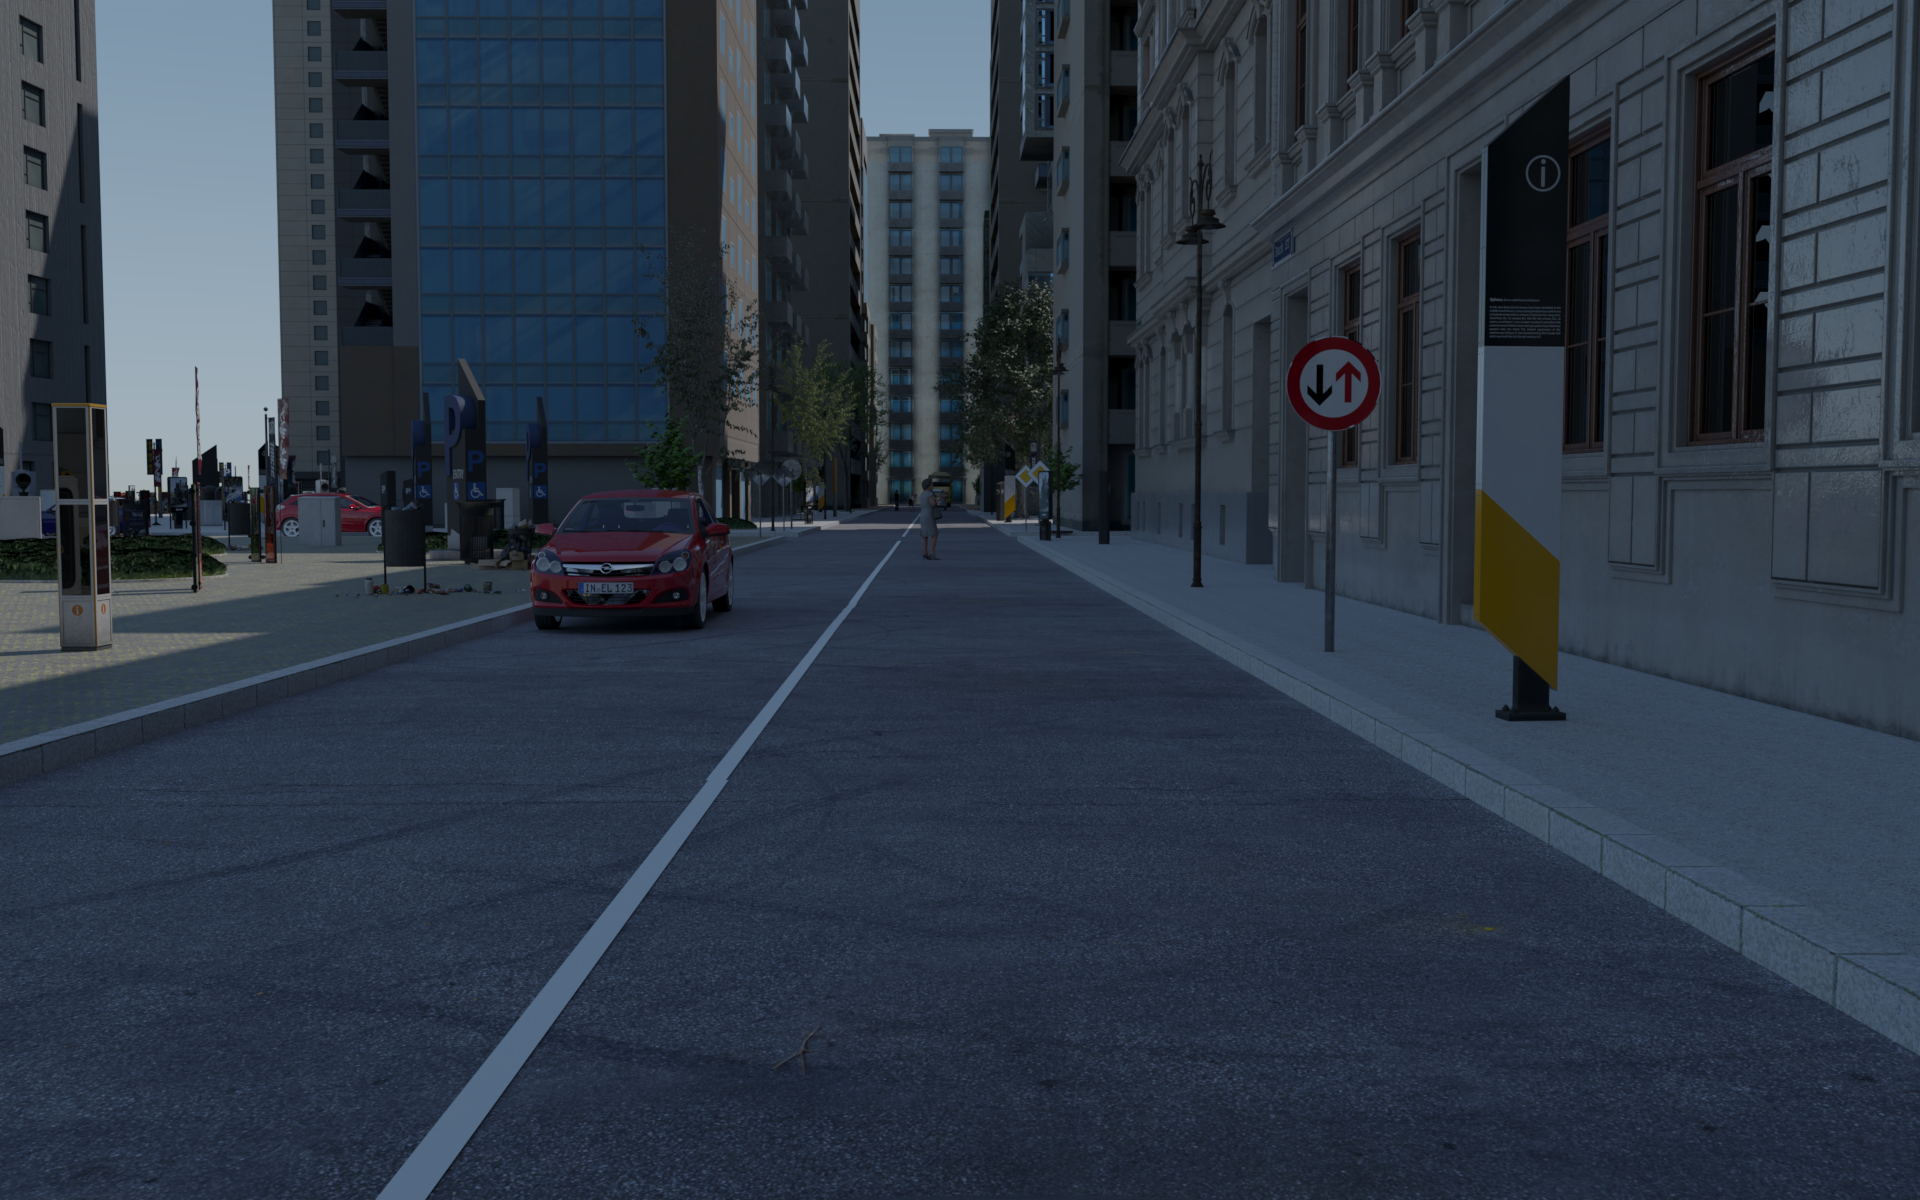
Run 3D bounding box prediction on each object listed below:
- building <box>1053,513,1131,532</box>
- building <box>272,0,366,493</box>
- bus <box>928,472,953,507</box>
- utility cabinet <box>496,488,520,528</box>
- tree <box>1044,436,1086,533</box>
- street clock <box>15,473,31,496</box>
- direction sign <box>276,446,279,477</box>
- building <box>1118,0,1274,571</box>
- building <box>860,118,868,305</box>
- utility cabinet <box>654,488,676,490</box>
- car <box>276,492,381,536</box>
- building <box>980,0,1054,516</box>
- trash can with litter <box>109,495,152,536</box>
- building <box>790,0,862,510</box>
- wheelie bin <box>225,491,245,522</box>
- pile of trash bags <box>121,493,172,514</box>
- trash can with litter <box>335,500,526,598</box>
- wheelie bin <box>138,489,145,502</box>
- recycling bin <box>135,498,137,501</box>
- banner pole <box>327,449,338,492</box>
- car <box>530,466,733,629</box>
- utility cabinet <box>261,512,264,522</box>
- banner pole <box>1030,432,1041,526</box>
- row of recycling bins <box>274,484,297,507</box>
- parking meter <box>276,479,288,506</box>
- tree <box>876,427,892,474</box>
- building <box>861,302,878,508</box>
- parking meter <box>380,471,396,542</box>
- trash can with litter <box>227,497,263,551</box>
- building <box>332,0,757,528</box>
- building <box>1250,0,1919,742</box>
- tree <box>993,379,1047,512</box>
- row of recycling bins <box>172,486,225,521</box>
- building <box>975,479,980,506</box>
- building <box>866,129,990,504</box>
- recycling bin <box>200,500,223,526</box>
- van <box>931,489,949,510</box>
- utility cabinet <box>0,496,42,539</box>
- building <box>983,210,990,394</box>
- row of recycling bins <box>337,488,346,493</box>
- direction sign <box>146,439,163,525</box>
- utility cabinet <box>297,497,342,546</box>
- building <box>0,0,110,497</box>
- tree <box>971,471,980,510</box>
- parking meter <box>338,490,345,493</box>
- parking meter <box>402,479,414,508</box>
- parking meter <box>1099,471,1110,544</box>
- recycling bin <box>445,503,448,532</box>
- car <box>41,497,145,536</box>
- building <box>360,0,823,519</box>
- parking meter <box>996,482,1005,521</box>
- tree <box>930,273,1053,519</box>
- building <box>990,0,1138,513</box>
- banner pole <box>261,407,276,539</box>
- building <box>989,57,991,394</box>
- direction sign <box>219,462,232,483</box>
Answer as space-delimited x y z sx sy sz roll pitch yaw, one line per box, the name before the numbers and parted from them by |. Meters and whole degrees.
building | 14.518 -27.200 68.424 21.600 48.544 21.300 0 4 -1
building | -63.682 -46.418 197.183 20.611 71.187 20.563 0 4 -1
bus | -2.216 -12.208 191.143 2.896 3.916 12.252 0 4 0
utility cabinet | -16.514 -3.343 63.332 0.318 1.500 1.173 -3 5 -45
tree | 3.307 -3.877 57.985 1.663 3.219 1.824 0 3 0
street clock | -32.470 -3.395 60.075 0.471 2.002 0.358 -2 4 -34
direction sign | -31.978 -5.475 81.509 0.379 3.537 0.876 0 4 7
building | 11.323 -15.346 38.301 14.401 28.519 23.554 0 4 -1
building | -18.119 -33.765 202.160 14.200 45.320 14.600 0 4 -1
utility cabinet | -10.235 -3.155 60.266 1.173 1.500 0.318 3 5 40
car | -19.758 -2.860 55.799 4.494 1.783 2.155 0 4 1
building | 12.898 -49.038 114.443 22.319 86.520 31.000 0 4 -1
trash can with litter | -24.198 -2.390 50.126 2.233 1.210 1.678 -1 4 -21
building | -19.384 -31.851 144.470 21.300 48.544 21.600 0 4 -1
wheelie bin | -33.784 -4.431 80.350 0.693 1.594 0.980 0 4 -2
pile of trash bags | -51.948 -6.140 110.140 1.912 1.369 3.447 2 4 28
trash can with litter | -6.781 -0.690 22.337 2.233 1.210 1.678 0 4 -7
wheelie bin | -49.781 -5.980 105.679 0.693 1.594 0.980 -2 4 -26
recycling bin | -54.067 -6.123 112.658 0.722 1.027 0.722 2 4 26
banner pole | -34.690 -6.463 95.686 0.863 3.779 0.401 2 4 29
car | -3.642 -0.652 19.697 2.155 1.783 4.494 0 4 -1
utility cabinet | -32.042 -4.191 79.689 0.306 1.237 1.020 2 4 30
banner pole | 3.094 -4.924 70.531 0.401 3.779 0.863 -2 4 -34
row of recycling bins | -28.038 -3.957 71.815 1.069 1.692 3.534 -1 4 -17
parking meter | -26.244 -3.753 67.071 0.399 1.863 0.255 0 4 1
tree | -9.396 -14.582 188.781 4.360 8.622 3.978 0 3 0
building | -22.434 -19.916 170.658 27.650 21.520 28.899 0 4 -1
parking meter | -14.341 -2.309 43.459 0.255 1.863 0.399 -3 5 -44
trash can with litter | -16.881 -1.743 39.557 2.233 1.210 1.678 -3 5 -41
building | -15.891 -25.684 70.040 14.600 45.320 14.200 0 4 -1
building | 9.806 -10.980 15.682 11.583 22.565 21.152 0 4 -1
tree | 3.010 -9.087 98.929 4.360 8.622 3.978 0 3 0
row of recycling bins | -36.928 -4.728 84.420 3.534 1.692 1.069 1 4 20
building | 17.958 -30.906 197.189 32.217 40.220 23.993 0 4 -1
building | -1.307 -37.328 229.921 30.456 49.044 23.786 0 4 -1
recycling bin | -30.239 -3.504 69.847 0.722 1.027 0.722 -3 5 -44
van | -1.980 -8.935 153.093 2.013 2.044 4.112 0 4 0
utility cabinet | -24.604 -2.086 45.271 1.020 1.237 0.306 -1 4 -23
building | 9.286 -24.871 178.347 14.160 30.474 14.107 0 4 -1
row of recycling bins | -39.374 -6.361 111.122 1.069 1.692 3.534 -1 4 -11
direction sign | -32.936 -4.824 70.872 0.876 3.537 0.379 2 4 24
utility cabinet | -15.972 -1.959 43.196 1.020 1.237 0.306 1 4 11
building | -43.721 -18.093 67.527 14.107 30.474 14.160 0 4 -1
tree | 1.605 -9.073 142.936 1.663 3.219 1.824 0 3 0
parking meter | -35.299 -5.535 98.905 0.372 1.533 0.369 0 3 0
parking meter | -20.286 -3.547 63.708 0.399 1.863 0.255 -1 4 -10
parking meter | 3.696 -2.362 44.336 0.255 1.863 0.399 1 4 11
recycling bin | -14.147 -2.221 48.861 0.722 1.027 0.722 -1 4 -16
car | -28.509 -2.657 56.016 3.894 1.354 1.945 0 4 -2
building | -20.489 -29.390 100.136 23.786 49.044 30.456 0 4 -1
parking meter | 1.921 -4.699 82.540 0.255 1.863 0.399 3 5 41
tree | 3.249 -10.575 89.912 9.611 12.733 9.660 0 3 0
building | 13.521 -31.897 145.215 21.300 48.544 21.600 0 4 -1
banner pole | -19.801 -3.653 49.738 0.401 3.779 0.863 -3 5 -44
building | 9.745 -29.333 163.196 14.154 41.232 14.086 0 4 -1
direction sign | -52.083 -8.004 122.855 0.876 3.537 0.379 0 4 -4
